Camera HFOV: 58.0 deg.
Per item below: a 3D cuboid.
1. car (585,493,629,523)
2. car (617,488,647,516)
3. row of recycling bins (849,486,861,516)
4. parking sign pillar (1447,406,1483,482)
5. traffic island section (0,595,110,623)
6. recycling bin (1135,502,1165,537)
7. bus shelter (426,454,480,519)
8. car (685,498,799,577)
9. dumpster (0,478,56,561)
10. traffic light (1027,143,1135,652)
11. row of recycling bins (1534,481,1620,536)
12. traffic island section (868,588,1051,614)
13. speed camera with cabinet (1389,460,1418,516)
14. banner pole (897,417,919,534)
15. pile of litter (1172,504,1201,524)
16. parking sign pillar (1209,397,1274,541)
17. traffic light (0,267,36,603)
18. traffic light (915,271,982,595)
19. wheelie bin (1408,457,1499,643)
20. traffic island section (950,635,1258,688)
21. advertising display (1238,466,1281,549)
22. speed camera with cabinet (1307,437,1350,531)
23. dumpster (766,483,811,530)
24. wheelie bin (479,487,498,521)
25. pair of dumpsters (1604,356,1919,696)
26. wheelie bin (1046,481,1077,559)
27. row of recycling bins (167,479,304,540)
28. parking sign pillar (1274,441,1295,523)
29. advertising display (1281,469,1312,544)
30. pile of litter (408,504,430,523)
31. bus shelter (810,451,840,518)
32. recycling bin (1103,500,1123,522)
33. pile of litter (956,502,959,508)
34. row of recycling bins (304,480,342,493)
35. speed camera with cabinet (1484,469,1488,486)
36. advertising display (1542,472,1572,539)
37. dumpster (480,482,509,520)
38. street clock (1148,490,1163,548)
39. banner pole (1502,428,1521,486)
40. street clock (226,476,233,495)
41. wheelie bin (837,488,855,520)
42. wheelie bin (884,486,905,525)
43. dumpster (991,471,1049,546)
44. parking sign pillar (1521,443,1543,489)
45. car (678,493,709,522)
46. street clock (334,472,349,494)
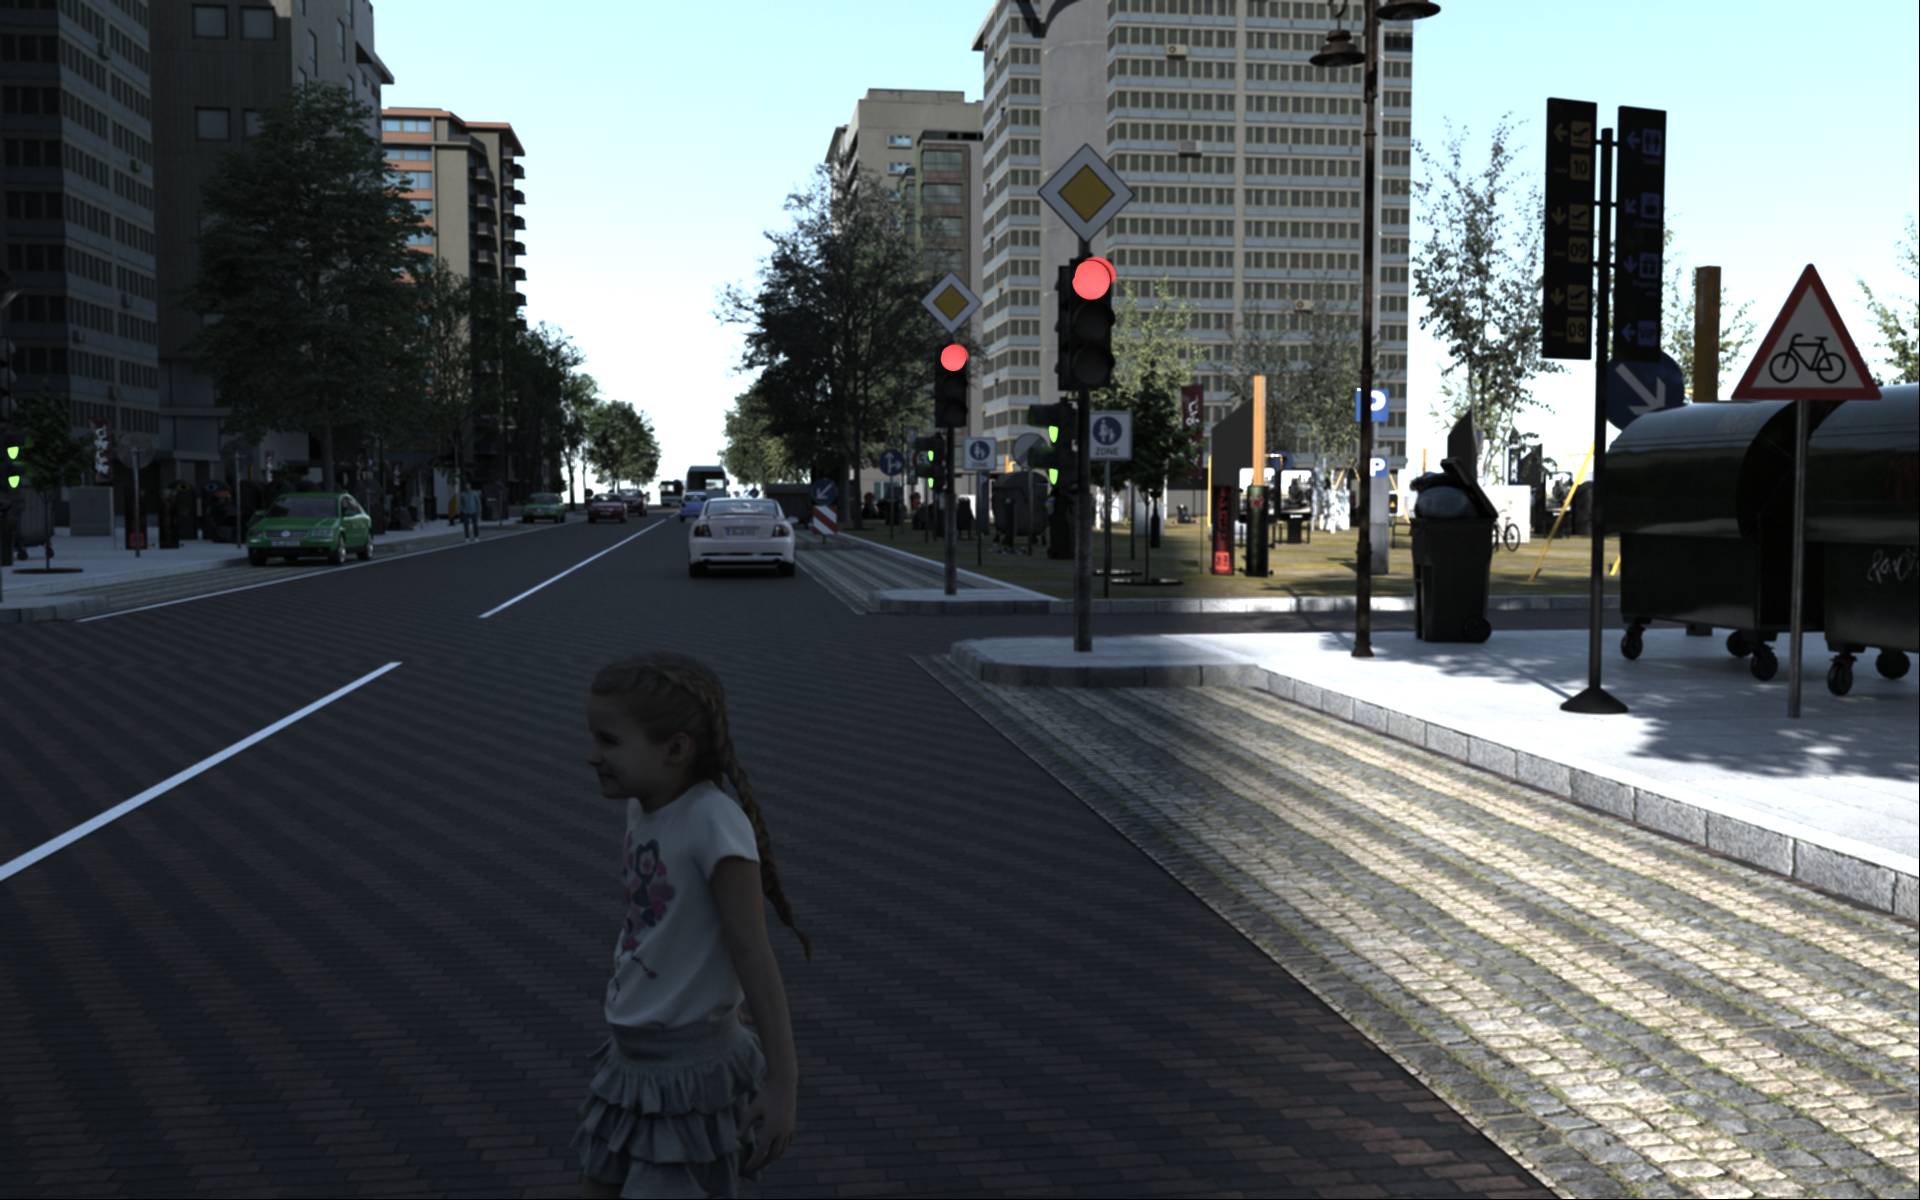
[{"bbox_3d":[-17.718,-4.773,87.080,2.155,1.783,4.494,-1,4,-9],"label":"car"},{"bbox_3d":[-21.553,-6.378,112.956,2.281,1.827,5.304,0,4,-7],"label":"car"},{"bbox_3d":[-5.789,-5.251,92.967,1.069,1.692,3.534,0,4,-3],"label":"row of recycling bins"},{"bbox_3d":[15.596,-3.980,53.551,1.447,3.967,1.447,-1,4,-18],"label":"parking sign pillar"},{"bbox_3d":[-11.425,0.110,20.485,2.009,0.180,2.903,0,4,-8],"label":"traffic island section"},{"bbox_3d":[5.769,-2.447,52.570,0.722,1.027,0.722,2,4,25],"label":"recycling bin"},{"bbox_3d":[-26.273,-5.870,89.902,2.014,3.302,5.546,-1,4,-8],"label":"bus shelter"},{"bbox_3d":[-3.970,-1.174,31.556,2.083,1.381,4.827,0,4,-7],"label":"car"},{"bbox_3d":[-18.654,-1.722,33.909,1.264,1.857,1.865,0,4,-8],"label":"dumpster"},{"bbox_3d":[0.988,-1.538,14.061,0.839,4.253,0.868,0,4,-8],"label":"traffic light"},{"bbox_3d":[19.486,-2.890,54.362,1.069,1.692,3.534,-2,4,-29],"label":"row of recycling bins"},{"bbox_3d":[-0.097,0.012,22.087,2.009,0.180,2.903,0,4,-8],"label":"traffic island section"},{"bbox_3d":[25.816,-6.508,100.737,2.038,3.252,0.660,2,4,32],"label":"speed camera with cabinet"},{"bbox_3d":[-1.681,-4.059,56.383,0.863,3.779,0.401,-3,5,-39],"label":"banner pole"},{"bbox_3d":[9.898,-3.769,75.589,1.176,0.858,1.719,-1,4,-11],"label":"pile of litter"},{"bbox_3d":[7.580,-3.616,47.587,1.447,3.967,1.447,2,4,30],"label":"parking sign pillar"},{"bbox_3d":[-11.384,-1.923,20.356,0.839,4.253,0.868,0,4,-8],"label":"traffic light"},{"bbox_3d":[-0.138,-2.021,21.967,0.839,4.253,0.868,0,4,-8],"label":"traffic light"},{"bbox_3d":[4.283,-0.441,15.124,0.693,1.594,0.980,0,4,3],"label":"wheelie bin"},{"bbox_3d":[1.029,0.495,14.181,2.009,0.180,2.903,0,4,-8],"label":"traffic island section"},{"bbox_3d":[6.996,-2.170,40.696,0.974,1.923,0.123,3,4,37],"label":"advertising display"},{"bbox_3d":[12.847,-4.074,60.950,2.038,3.252,0.660,-3,4,-37],"label":"speed camera with cabinet"},{"bbox_3d":[-6.847,-3.715,68.956,1.865,1.857,1.264,0,4,-7],"label":"dumpster"},{"bbox_3d":[-22.304,-4.523,81.862,0.980,1.594,0.693,-3,5,-41],"label":"wheelie bin"},{"bbox_3d":[6.029,-0.549,11.465,1.574,2.255,4.437,-1,4,-8],"label":"pair of dumpsters"},{"bbox_3d":[2.172,-1.611,34.254,0.980,1.594,0.693,-3,4,-38],"label":"wheelie bin"},{"bbox_3d":[-20.556,-2.550,48.813,3.534,1.692,1.069,0,4,-1],"label":"row of recycling bins"},{"bbox_3d":[14.522,-5.495,78.321,1.447,3.967,1.447,-2,4,-29],"label":"parking sign pillar"},{"bbox_3d":[8.602,-2.403,44.497,0.974,1.923,0.123,-1,4,-23],"label":"advertising display"},{"bbox_3d":[-24.330,-3.893,77.609,1.719,0.858,1.176,-3,5,-44],"label":"pile of litter"},{"bbox_3d":[-7.138,-6.058,90.331,1.731,3.624,6.357,-1,4,-8],"label":"bus shelter"},{"bbox_3d":[7.000,-4.065,79.014,0.722,1.027,0.722,2,4,27],"label":"recycling bin"},{"bbox_3d":[-0.470,-4.842,93.127,1.176,0.858,1.719,0,4,-5],"label":"pile of litter"},{"bbox_3d":[-19.817,-2.719,51.572,1.069,1.692,3.534,2,4,26],"label":"row of recycling bins"},{"bbox_3d":[18.358,-4.026,60.156,2.038,3.252,0.660,-2,4,-33],"label":"speed camera with cabinet"},{"bbox_3d":[17.088,-2.713,49.571,0.974,1.923,0.123,-1,4,-22],"label":"advertising display"},{"bbox_3d":[-23.001,-4.878,85.517,1.264,1.857,1.865,0,4,-8],"label":"dumpster"},{"bbox_3d":[4.643,-2.237,41.142,0.358,2.002,0.471,2,4,30],"label":"street clock"},{"bbox_3d":[20.734,-4.606,65.326,0.863,3.779,0.401,1,4,14],"label":"banner pole"},{"bbox_3d":[-29.436,-3.990,69.808,0.358,2.002,0.471,-2,4,-27],"label":"street clock"},{"bbox_3d":[-5.614,-4.710,84.910,0.980,1.594,0.693,-2,4,-29],"label":"wheelie bin"},{"bbox_3d":[-2.677,-3.852,70.881,0.980,1.594,0.693,2,4,24],"label":"wheelie bin"},{"bbox_3d":[1.545,-2.327,43.810,1.264,1.857,1.865,0,4,-8],"label":"dumpster"},{"bbox_3d":[29.940,-6.274,91.050,1.447,3.967,1.447,-1,4,-23],"label":"parking sign pillar"},{"bbox_3d":[-13.972,-5.027,91.777,1.945,1.707,3.694,0,4,-8],"label":"car"},{"bbox_3d":[-20.143,-3.170,56.393,0.358,2.002,0.471,2,4,28],"label":"street clock"}]
